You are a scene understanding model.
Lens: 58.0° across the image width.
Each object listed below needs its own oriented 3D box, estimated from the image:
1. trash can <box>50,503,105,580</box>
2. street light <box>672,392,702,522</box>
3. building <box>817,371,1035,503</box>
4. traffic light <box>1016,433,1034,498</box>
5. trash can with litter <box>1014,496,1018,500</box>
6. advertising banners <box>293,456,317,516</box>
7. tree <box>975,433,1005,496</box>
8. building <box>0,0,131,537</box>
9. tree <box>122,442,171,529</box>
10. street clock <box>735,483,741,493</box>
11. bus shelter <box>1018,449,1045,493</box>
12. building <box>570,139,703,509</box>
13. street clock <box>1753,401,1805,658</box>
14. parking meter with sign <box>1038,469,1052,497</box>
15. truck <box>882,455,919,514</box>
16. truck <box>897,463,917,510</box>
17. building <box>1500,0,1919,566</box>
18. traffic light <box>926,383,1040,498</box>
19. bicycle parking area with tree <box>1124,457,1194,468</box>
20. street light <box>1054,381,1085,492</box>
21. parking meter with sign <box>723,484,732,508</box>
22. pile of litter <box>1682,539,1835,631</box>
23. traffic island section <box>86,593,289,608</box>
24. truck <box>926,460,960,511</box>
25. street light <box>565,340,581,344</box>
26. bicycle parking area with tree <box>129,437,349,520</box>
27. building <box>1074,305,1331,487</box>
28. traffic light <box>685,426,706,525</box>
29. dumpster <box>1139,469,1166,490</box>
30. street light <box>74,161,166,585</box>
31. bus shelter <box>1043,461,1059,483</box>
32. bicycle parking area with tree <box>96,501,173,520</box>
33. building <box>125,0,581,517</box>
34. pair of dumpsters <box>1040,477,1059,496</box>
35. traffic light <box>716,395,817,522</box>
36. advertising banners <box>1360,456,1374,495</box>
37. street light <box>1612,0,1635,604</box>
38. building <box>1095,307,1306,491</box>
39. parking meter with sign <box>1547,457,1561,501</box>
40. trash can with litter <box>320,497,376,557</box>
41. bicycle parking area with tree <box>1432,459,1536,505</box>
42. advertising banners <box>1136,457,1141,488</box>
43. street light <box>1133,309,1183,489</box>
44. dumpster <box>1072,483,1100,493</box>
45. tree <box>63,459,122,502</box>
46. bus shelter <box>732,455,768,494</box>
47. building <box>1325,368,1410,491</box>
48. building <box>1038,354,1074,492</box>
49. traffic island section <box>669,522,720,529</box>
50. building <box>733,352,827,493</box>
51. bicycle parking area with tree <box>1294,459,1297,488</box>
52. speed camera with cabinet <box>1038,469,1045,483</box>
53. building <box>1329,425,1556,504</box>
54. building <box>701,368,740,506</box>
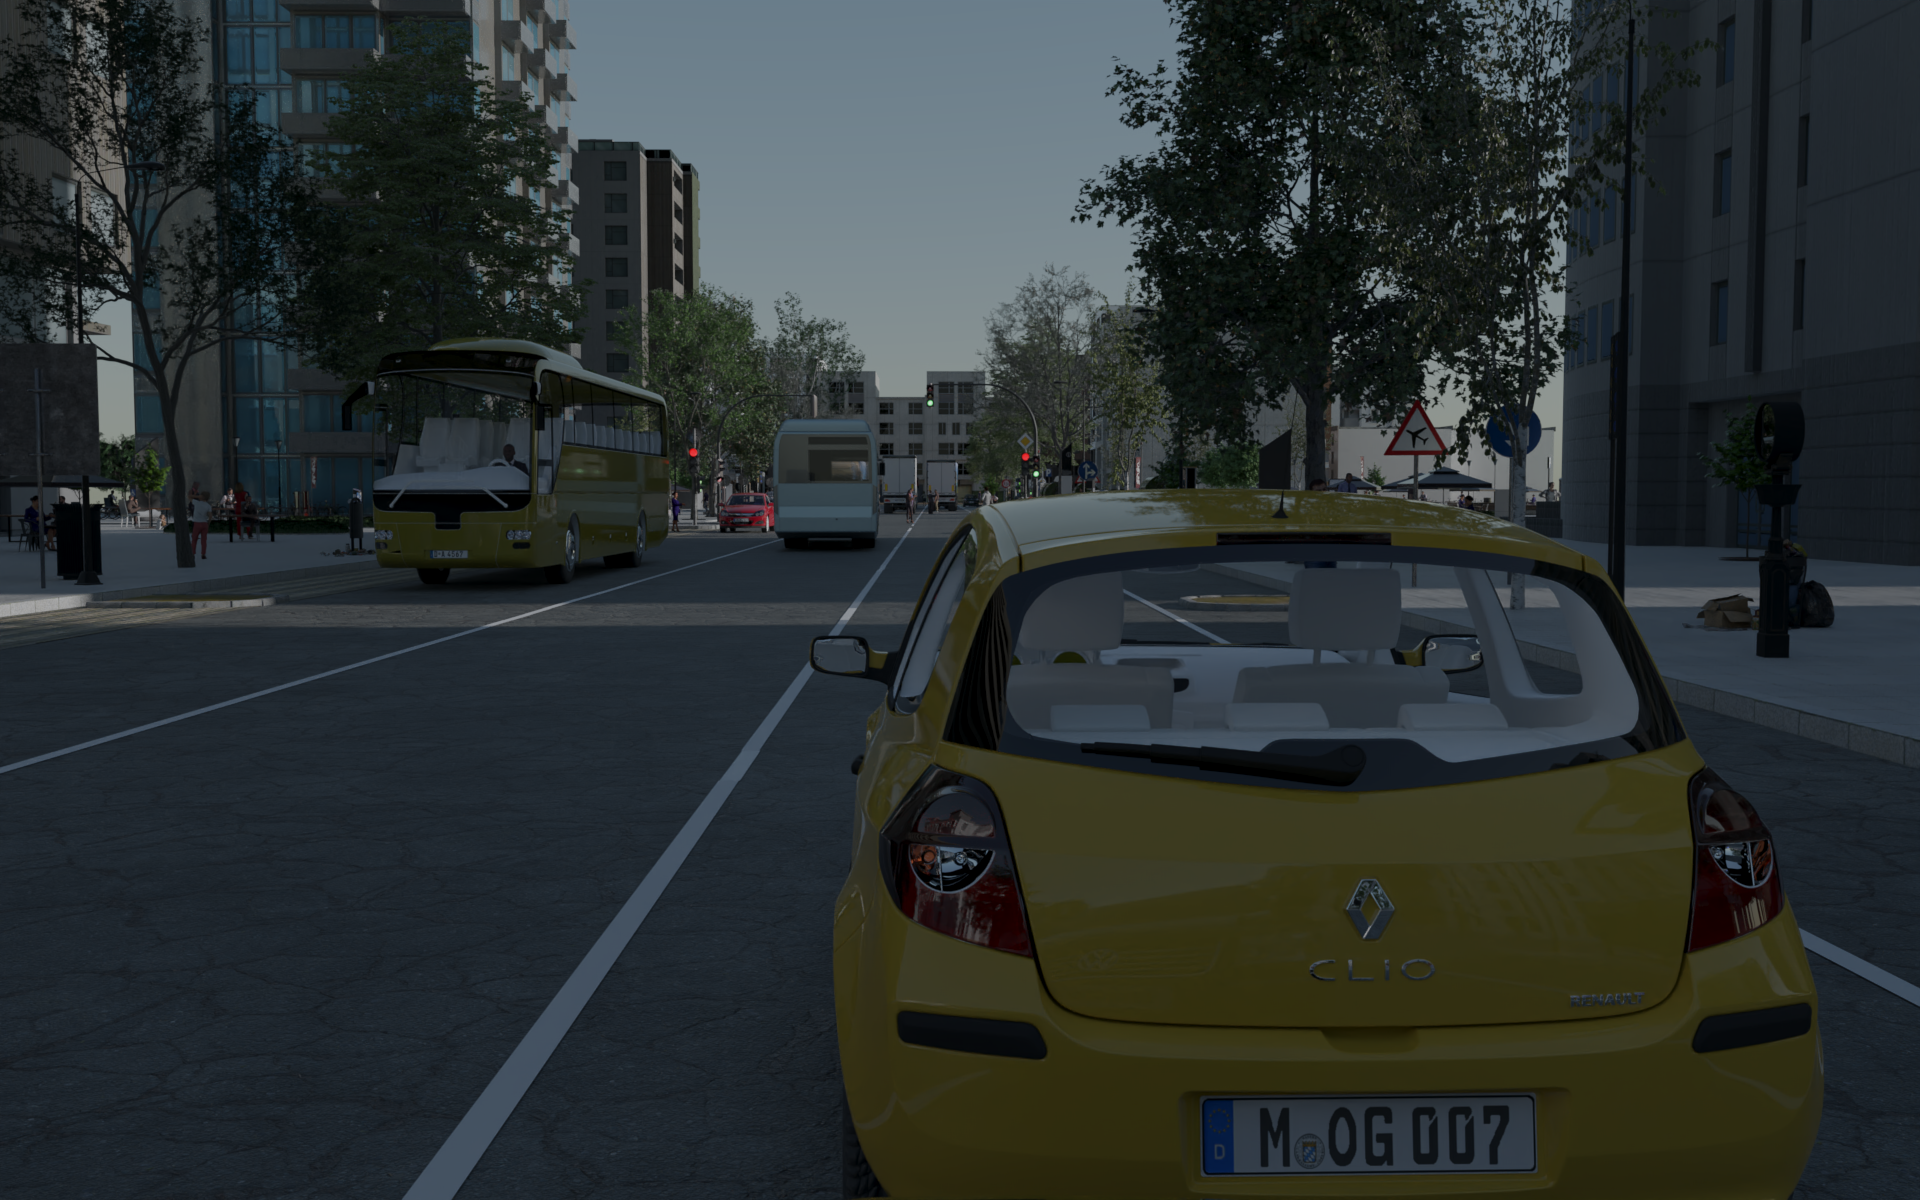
[{"bbox_3d":[-13.243,-0.879,26.028,0.748,1.137,0.748,0,3,0],"label":"trash can"},{"bbox_3d":[-12.468,-6.514,79.050,1.470,5.913,1.316,0,4,-1],"label":"street light"},{"bbox_3d":[-4.904,-23.912,257.412,31.486,18.905,16.747,0,4,-1],"label":"building"},{"bbox_3d":[2.974,-5.534,79.395,0.839,4.253,0.868,0,4,-1],"label":"traffic light"},{"bbox_3d":[4.469,-7.510,134.175,0.624,1.170,1.055,1,4,13],"label":"trash can with litter"},{"bbox_3d":[-30.529,-5.173,80.769,2.074,3.025,0.090,3,4,39],"label":"advertising banners"},{"bbox_3d":[3.981,-15.681,206.748,4.737,8.622,4.395,0,3,0],"label":"tree"},{"bbox_3d":[-40.585,-27.786,43.535,27.495,52.752,28.713,0,4,-1],"label":"building"},{"bbox_3d":[-30.064,-4.268,64.387,1.663,3.219,1.824,0,3,0],"label":"tree"},{"bbox_3d":[-14.005,-6.406,109.312,0.358,2.002,0.471,1,4,15],"label":"street clock"},{"bbox_3d":[5.797,-10.227,144.844,2.179,5.291,8.768,0,4,-1],"label":"bus shelter"},{"bbox_3d":[-29.608,-22.823,144.864,14.160,30.474,14.107,0,4,-1],"label":"building"},{"bbox_3d":[6.403,-0.551,13.587,0.358,2.002,0.471,0,4,6],"label":"street clock"},{"bbox_3d":[5.534,-7.486,118.663,0.543,3.016,1.738,3,5,45],"label":"parking meter with sign"},{"bbox_3d":[-4.516,-8.666,130.601,2.839,4.237,11.283,0,4,-1],"label":"truck"},{"bbox_3d":[-5.316,-10.551,161.424,2.839,4.237,11.283,0,4,-2],"label":"truck"},{"bbox_3d":[27.147,-30.650,43.121,21.231,58.520,28.212,0,4,-1],"label":"building"},{"bbox_3d":[0.997,-5.907,71.240,4.771,5.953,1.251,0,4,-1],"label":"traffic light"},{"bbox_3d":[15.273,-8.939,133.152,8.231,4.147,9.016,1,4,13],"label":"bicycle parking area with tree"},{"bbox_3d":[4.533,-6.033,71.188,1.470,5.913,1.316,0,4,-1],"label":"street light"},{"bbox_3d":[-16.656,-7.817,124.061,0.543,3.016,1.738,3,4,39],"label":"parking meter with sign"},{"bbox_3d":[7.707,-0.171,16.756,1.719,0.858,1.176,-1,4,-15],"label":"pile of litter"},{"bbox_3d":[-9.909,0.020,22.546,1.991,0.108,1.994,0,4,-1],"label":"traffic island section"},{"bbox_3d":[-1.451,-9.709,147.652,2.839,4.237,11.283,0,4,1],"label":"truck"},{"bbox_3d":[-12.076,-4.871,52.175,1.470,5.913,1.316,0,4,-1],"label":"street light"},{"bbox_3d":[-36.130,-6.273,89.570,9.016,4.147,8.231,1,4,14],"label":"bicycle parking area with tree"},{"bbox_3d":[29.059,-22.018,203.975,27.936,21.610,32.646,0,4,-1],"label":"building"},{"bbox_3d":[-10.892,-5.032,71.196,0.839,4.253,0.868,0,4,-1],"label":"traffic light"},{"bbox_3d":[7.424,-3.759,63.954,1.502,2.255,1.985,0,4,-1],"label":"dumpster"},{"bbox_3d":[-11.791,-3.168,24.333,1.470,5.913,1.316,0,4,-1],"label":"street light"},{"bbox_3d":[6.823,-8.108,123.852,1.731,3.624,6.357,0,4,-1],"label":"bus shelter"},{"bbox_3d":[-45.962,-6.222,88.725,9.016,4.147,8.231,-1,4,-10],"label":"bicycle parking area with tree"},{"bbox_3d":[-36.982,-29.973,109.663,23.786,49.044,30.456,0,4,-1],"label":"building"},{"bbox_3d":[5.674,-6.161,103.224,1.574,2.255,4.437,0,4,-1],"label":"pair of dumpsters"},{"bbox_3d":[-8.916,-6.396,79.245,4.771,5.953,1.251,0,4,-1],"label":"traffic light"},{"bbox_3d":[18.900,-5.160,80.558,0.090,3.025,2.074,2,4,30],"label":"advertising banners"},{"bbox_3d":[5.390,-2.624,15.444,1.470,5.913,1.316,0,4,-1],"label":"street light"},{"bbox_3d":[23.266,-18.686,171.967,16.747,18.905,31.486,0,4,-1],"label":"building"},{"bbox_3d":[28.296,-5.166,80.722,1.738,3.016,0.543,2,4,26],"label":"parking meter with sign"},{"bbox_3d":[-12.963,-1.556,36.499,1.678,1.210,2.233,0,4,0],"label":"trash can with litter"},{"bbox_3d":[43.507,-9.665,145.018,9.016,4.147,8.231,0,4,6],"label":"bicycle parking area with tree"},{"bbox_3d":[7.990,-5.184,80.939,0.090,3.025,2.074,2,4,32],"label":"advertising banners"},{"bbox_3d":[4.999,-4.331,43.349,1.470,5.913,1.316,0,4,-1],"label":"street light"},{"bbox_3d":[7.515,-6.161,103.224,1.502,2.255,1.985,0,4,-1],"label":"dumpster"},{"bbox_3d":[-25.461,-3.409,50.346,1.663,3.219,1.824,0,3,0],"label":"tree"},{"bbox_3d":[-16.210,-9.463,132.344,2.179,5.291,8.768,0,4,-1],"label":"bus shelter"},{"bbox_3d":[61.132,-24.544,257.709,11.380,20.091,16.016,0,4,-1],"label":"building"},{"bbox_3d":[27.245,-25.698,264.135,32.646,21.610,27.936,0,4,-1],"label":"building"},{"bbox_3d":[-10.932,-3.000,71.330,2.009,0.180,2.903,0,4,-1],"label":"traffic island section"},{"bbox_3d":[-37.055,-25.631,263.048,32.646,21.610,27.936,0,4,-1],"label":"building"},{"bbox_3d":[28.527,-9.717,145.880,9.016,4.147,8.231,2,4,35],"label":"bicycle parking area with tree"},{"bbox_3d":[6.127,-8.247,129.171,0.660,3.252,2.038,1,4,17],"label":"speed camera with cabinet"},{"bbox_3d":[59.993,-16.754,216.081,28.070,9.664,9.099,0,4,-1],"label":"building"},{"bbox_3d":[-31.815,-21.712,211.418,11.380,20.091,16.016,0,4,-1],"label":"building"}]
